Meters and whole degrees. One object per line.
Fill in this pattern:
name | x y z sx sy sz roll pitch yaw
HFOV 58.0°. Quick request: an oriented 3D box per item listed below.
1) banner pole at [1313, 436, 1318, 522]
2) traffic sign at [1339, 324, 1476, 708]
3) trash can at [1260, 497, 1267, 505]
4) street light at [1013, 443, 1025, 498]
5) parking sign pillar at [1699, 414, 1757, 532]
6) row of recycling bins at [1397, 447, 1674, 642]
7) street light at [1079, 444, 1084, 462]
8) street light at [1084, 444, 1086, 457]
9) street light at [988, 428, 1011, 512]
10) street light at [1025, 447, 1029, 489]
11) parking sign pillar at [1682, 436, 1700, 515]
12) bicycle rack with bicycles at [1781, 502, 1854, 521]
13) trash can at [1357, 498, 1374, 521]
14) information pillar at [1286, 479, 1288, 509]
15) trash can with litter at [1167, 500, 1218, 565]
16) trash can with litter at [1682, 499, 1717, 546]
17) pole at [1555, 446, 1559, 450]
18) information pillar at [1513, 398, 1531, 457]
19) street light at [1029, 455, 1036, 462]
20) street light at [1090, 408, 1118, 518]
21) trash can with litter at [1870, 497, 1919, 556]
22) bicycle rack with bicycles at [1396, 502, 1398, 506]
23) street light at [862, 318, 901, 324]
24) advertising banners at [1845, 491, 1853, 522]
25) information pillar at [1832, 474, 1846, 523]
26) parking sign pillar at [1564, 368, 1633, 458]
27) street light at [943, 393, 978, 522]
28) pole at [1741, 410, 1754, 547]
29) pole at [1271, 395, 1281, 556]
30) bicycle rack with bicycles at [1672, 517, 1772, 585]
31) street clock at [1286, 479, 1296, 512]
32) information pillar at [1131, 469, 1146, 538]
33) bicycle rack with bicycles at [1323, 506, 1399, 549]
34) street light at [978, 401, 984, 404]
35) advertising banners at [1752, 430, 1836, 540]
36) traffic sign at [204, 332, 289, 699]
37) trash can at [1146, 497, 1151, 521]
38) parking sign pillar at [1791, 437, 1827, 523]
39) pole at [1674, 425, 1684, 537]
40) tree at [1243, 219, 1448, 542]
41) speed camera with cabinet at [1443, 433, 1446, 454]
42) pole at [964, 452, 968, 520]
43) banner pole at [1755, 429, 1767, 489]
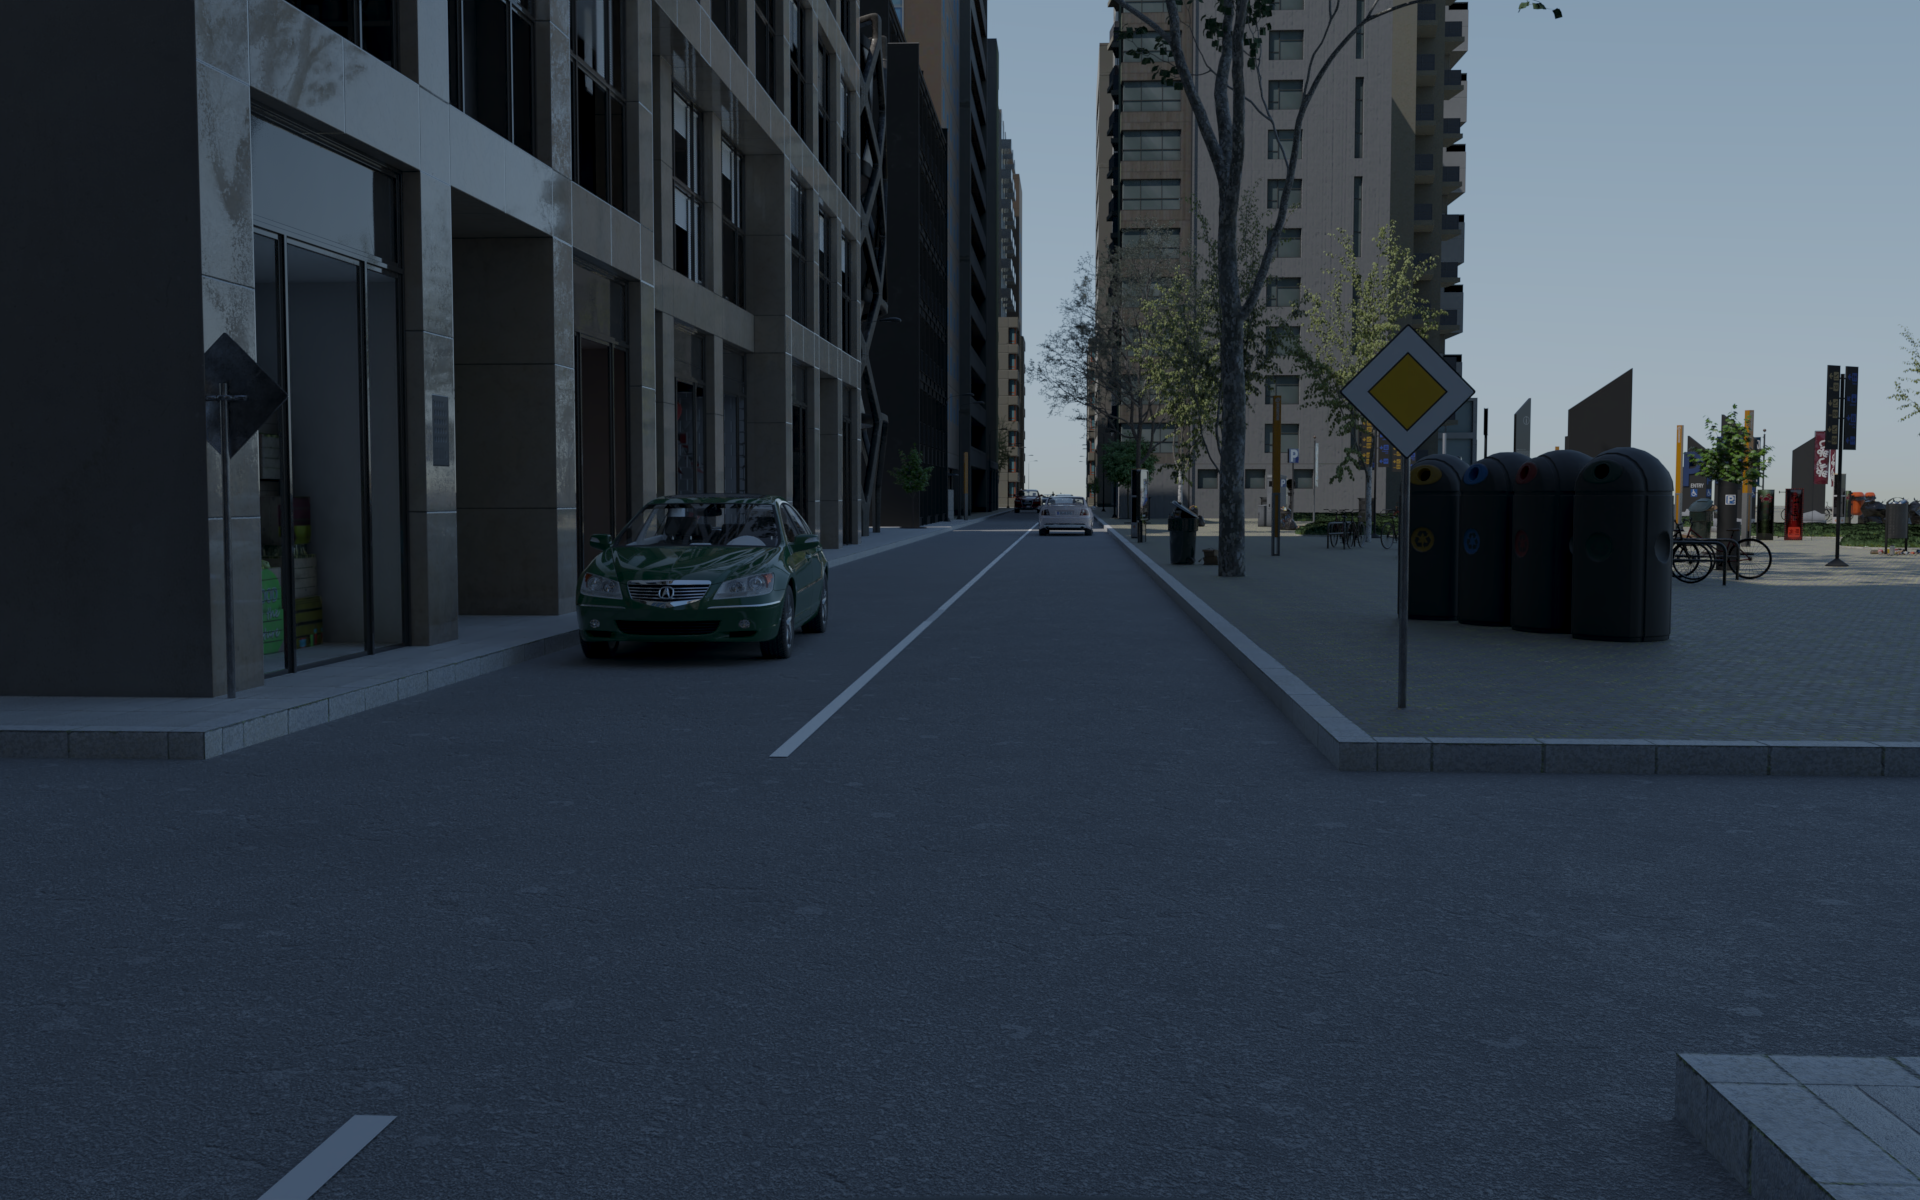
banner pole | 15.329 -5.176 74.644 0.401 3.779 0.863 2 4 26
traffic sign | 2.653 -0.410 10.342 0.795 2.450 0.064 0 4 4
trash can | 14.840 -4.406 83.695 0.748 1.137 0.748 0 3 0
street light | 4.899 -11.270 156.802 1.470 5.913 1.316 0 4 4
parking sign pillar | 25.942 -4.249 57.938 1.447 3.967 1.447 -2 4 -30
row of recycling bins | 5.442 -0.582 16.629 1.069 1.692 3.534 -1 4 -20
street light | 12.060 -11.556 161.488 1.470 5.913 1.316 0 4 4
street light | 9.995 -9.446 126.982 1.470 5.913 1.316 0 4 4
street light | 2.652 -9.155 122.230 1.470 5.913 1.316 0 4 4
street light | 5.784 -12.077 170.006 1.470 5.913 1.316 0 4 4
parking sign pillar | 33.731 -5.551 79.233 1.447 3.967 1.447 -2 4 -28
bicycle rack with bicycles | 40.018 -4.146 81.170 2.925 0.926 2.852 3 5 40
trash can | 15.479 -3.319 65.918 0.748 1.137 0.748 0 3 0
information pillar | 15.526 -4.806 83.066 0.304 2.012 0.304 2 4 29
trash can with litter | 4.309 -1.234 31.567 1.055 1.170 0.624 1 4 13
trash can with litter | 18.299 -1.929 42.926 1.055 1.170 0.624 -3 5 -41
pole | 25.478 -4.902 73.988 0.158 3.312 0.155 0 3 0
information pillar | 13.663 -3.105 42.120 0.504 3.616 0.183 -2 4 -26
street light | 7.974 -14.198 204.672 1.470 5.913 1.316 0 4 4
street light | 7.753 -7.352 92.744 1.470 5.913 1.316 0 4 4
trash can with litter | 20.309 -1.574 36.785 2.233 1.210 1.678 -1 4 -13
bicycle rack with bicycles | 19.409 -3.734 74.440 2.925 0.926 2.852 0 4 -2
street light | -2.249 -4.477 45.741 1.470 5.913 1.316 0 4 4
advertising banners | 32.600 -4.155 64.119 0.090 3.025 2.074 0 4 6
information pillar | 31.445 -3.514 61.951 0.304 2.012 0.304 -2 4 -28
parking sign pillar | 13.734 -2.988 37.329 1.447 3.967 1.447 0 4 7
street light | -0.059 -6.571 79.982 1.470 5.913 1.316 0 4 4
pole | 19.127 -2.949 42.059 0.158 3.312 0.155 0 3 0
pole | 6.557 -2.573 35.906 0.158 3.312 0.155 0 3 0
bicycle rack with bicycles | 10.338 -0.754 25.703 2.925 0.926 2.852 2 4 31
street clock | 15.744 -4.762 82.425 0.471 2.002 0.358 2 4 27
information pillar | 5.163 -2.794 50.171 0.304 2.012 0.304 -2 4 -35
bicycle rack with bicycles | 9.678 -1.684 40.923 2.852 0.926 2.925 2 4 34
street light | 0.517 -7.002 87.027 1.470 5.913 1.316 0 4 4
advertising banners | 23.016 -3.158 47.817 2.074 3.025 0.090 0 4 7
traffic sign | -4.575 -0.439 10.821 0.795 2.450 0.064 0 4 4
trash can | 8.687 -4.296 81.892 0.748 1.137 0.748 0 3 0
parking sign pillar | 35.368 -5.119 72.174 1.447 3.967 1.447 2 4 27
pole | 21.258 -3.509 51.207 0.158 3.312 0.155 0 3 0
tree | 10.708 -5.861 46.188 4.737 8.622 4.395 0 3 0
speed camera with cabinet | 16.223 -3.831 56.976 2.038 3.252 0.660 -2 4 -34
pole | 0.285 -5.537 84.365 0.158 3.312 0.155 0 3 0
banner pole | 30.731 -4.688 66.664 0.401 3.779 0.863 -2 4 -24
